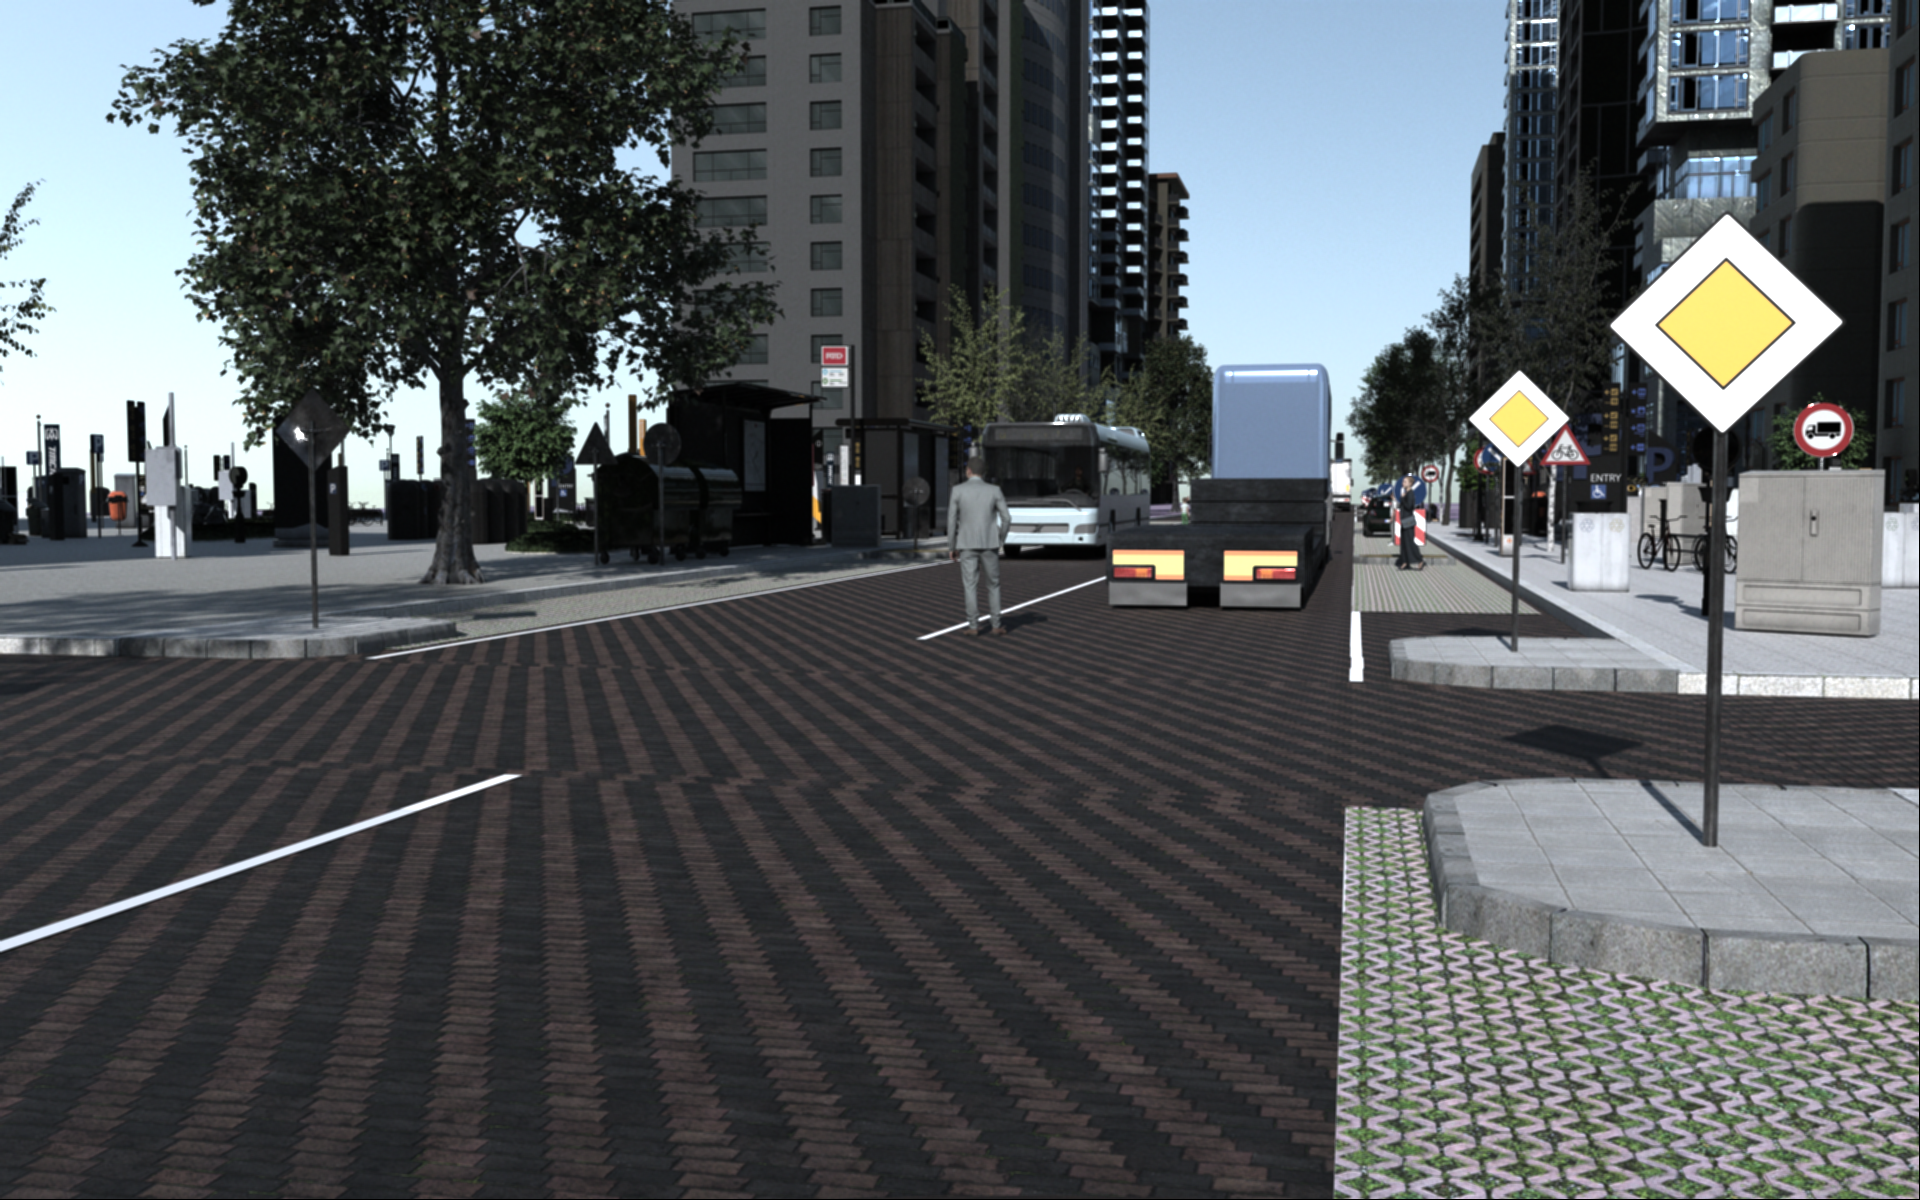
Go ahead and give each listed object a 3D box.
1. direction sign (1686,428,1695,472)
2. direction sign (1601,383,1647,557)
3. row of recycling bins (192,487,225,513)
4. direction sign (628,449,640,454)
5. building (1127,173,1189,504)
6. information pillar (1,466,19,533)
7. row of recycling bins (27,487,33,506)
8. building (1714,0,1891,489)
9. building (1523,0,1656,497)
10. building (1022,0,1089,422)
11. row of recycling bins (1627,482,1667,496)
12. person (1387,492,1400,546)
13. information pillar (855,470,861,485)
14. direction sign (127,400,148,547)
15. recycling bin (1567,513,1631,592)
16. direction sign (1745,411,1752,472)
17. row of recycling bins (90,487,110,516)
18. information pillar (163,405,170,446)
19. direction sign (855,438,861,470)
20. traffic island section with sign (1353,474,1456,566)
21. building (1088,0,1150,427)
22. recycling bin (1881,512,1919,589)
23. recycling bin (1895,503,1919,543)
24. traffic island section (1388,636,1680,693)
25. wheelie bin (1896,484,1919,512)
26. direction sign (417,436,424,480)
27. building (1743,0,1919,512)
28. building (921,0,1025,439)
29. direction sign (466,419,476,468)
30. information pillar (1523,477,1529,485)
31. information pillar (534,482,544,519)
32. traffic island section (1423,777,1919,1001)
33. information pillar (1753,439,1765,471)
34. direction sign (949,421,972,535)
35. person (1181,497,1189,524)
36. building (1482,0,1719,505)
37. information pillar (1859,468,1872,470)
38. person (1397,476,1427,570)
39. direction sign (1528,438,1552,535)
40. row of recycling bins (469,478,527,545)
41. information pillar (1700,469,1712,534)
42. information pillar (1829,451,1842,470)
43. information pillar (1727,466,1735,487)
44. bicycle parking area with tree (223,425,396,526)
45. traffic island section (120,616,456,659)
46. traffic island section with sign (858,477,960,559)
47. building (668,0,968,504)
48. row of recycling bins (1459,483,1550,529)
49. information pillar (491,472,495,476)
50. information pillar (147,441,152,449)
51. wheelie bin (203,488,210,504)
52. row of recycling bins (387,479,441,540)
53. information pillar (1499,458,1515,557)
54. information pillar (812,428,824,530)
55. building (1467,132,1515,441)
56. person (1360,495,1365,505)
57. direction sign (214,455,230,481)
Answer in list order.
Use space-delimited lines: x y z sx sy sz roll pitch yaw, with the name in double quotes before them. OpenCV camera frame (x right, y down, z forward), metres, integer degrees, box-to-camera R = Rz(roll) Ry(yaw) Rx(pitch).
"direction sign" 25.137 -4.138 59.660 0.379 3.537 0.876 0 4 7
"direction sign" 13.498 -2.646 35.259 0.876 3.537 0.379 0 4 4
"row of recycling bins" -42.066 -5.352 94.625 3.534 1.692 1.069 -1 4 -15
"direction sign" -16.209 -5.795 86.752 0.876 3.537 0.379 -3 4 -38
"building" 18.839 -35.342 232.459 22.147 44.769 28.867 1 4 13
"information pillar" -25.298 -2.545 46.105 0.304 2.012 0.304 3 5 43
"row of recycling bins" -42.617 -4.520 81.008 1.069 1.692 3.534 0 4 -6
"building" 51.496 -48.632 107.809 22.319 86.520 31.000 1 4 13
"building" 55.944 -42.575 134.345 20.563 71.187 20.611 1 4 13
"building" -2.353 -36.370 136.656 21.231 58.520 28.212 1 4 13
"row of recycling bins" 23.360 -3.057 57.095 3.534 1.692 1.069 2 4 26
"person" 12.053 -2.261 48.059 0.523 1.515 0.503 0 4 -7
"information pillar" -4.311 -5.048 73.884 0.504 3.616 0.183 1 4 11
"direction sign" -20.061 -3.074 42.262 0.379 3.537 0.876 0 4 0
"recycling bin" 8.500 -0.642 23.055 0.722 1.027 0.722 1 4 15
"direction sign" 17.419 -2.833 38.321 0.379 3.537 0.876 1 4 18
"row of recycling bins" -50.981 -5.844 102.656 1.069 1.692 3.534 -1 4 -22
"information pillar" -20.500 -3.276 44.910 0.183 3.616 0.504 0 4 -6
"direction sign" -3.137 -3.933 56.309 0.876 3.537 0.379 2 4 26
"traffic island section with sign" 9.114 -1.649 35.596 1.989 1.847 2.006 1 4 13
"building" 11.386 -54.389 201.936 22.319 86.520 31.000 1 4 13
"recycling bin" 12.751 -0.690 23.830 0.722 1.027 0.722 0 4 -6
"recycling bin" 26.532 -2.165 47.954 0.722 1.027 0.722 0 4 -6
"traffic island section" 4.535 0.500 14.111 2.009 0.180 2.903 1 4 13
"wheelie bin" 27.821 -2.613 50.629 0.693 1.594 0.980 0 4 3
"direction sign" -21.108 -4.635 67.774 0.379 3.537 0.876 -2 4 -31
"building" 45.184 -13.125 59.635 27.650 21.520 28.899 1 4 13
"building" -3.886 -26.413 115.444 14.154 41.232 14.086 1 4 13
"direction sign" -15.055 -3.687 52.274 0.876 3.537 0.379 0 4 -5
"information pillar" 24.575 -4.344 75.518 0.304 2.012 0.304 2 4 35
"information pillar" -14.994 -3.497 61.675 0.304 2.012 0.304 -1 4 -16
"traffic island section" 2.757 0.976 6.326 2.009 0.180 2.903 1 4 13
"information pillar" 33.618 -4.992 72.973 0.183 3.616 0.504 -2 4 -26
"direction sign" 0.012 -3.793 54.016 0.876 3.537 0.379 -3 4 -36
"person" 8.760 -3.347 67.471 0.306 1.304 0.590 0 4 6
"building" 71.789 -54.248 199.621 22.319 86.520 31.000 1 4 13
"information pillar" 25.837 -2.750 49.455 0.304 2.012 0.304 2 4 32
"person" 8.413 -1.433 32.352 0.534 1.772 0.576 -1 4 -10
"direction sign" 18.030 -3.804 54.188 0.876 3.537 0.379 1 4 13
"row of recycling bins" -12.315 -2.357 45.642 1.069 1.692 3.534 0 4 7
"information pillar" 16.199 -2.013 37.400 0.304 2.012 0.304 -2 4 -26
"information pillar" 26.722 -3.763 52.872 0.504 3.616 0.183 -2 4 -28
"information pillar" 36.906 -5.599 82.903 0.183 3.616 0.504 0 4 -4
"bicycle parking area with tree" -25.909 -5.267 73.112 9.016 4.147 8.231 -3 5 -45
"traffic island section" -6.180 0.350 16.554 2.009 0.180 2.903 1 4 13
"traffic island section with sign" -1.073 -1.851 38.886 1.989 1.847 2.006 1 4 13
"building" -7.885 -20.180 101.644 14.160 30.474 14.107 1 4 13
"row of recycling bins" 20.360 -3.497 64.288 3.534 1.692 1.069 1 4 17
"information pillar" -25.777 -6.415 96.237 0.504 3.616 0.183 -1 4 -20
"information pillar" -35.527 -5.178 76.012 0.183 3.616 0.504 -3 5 -40
"wheelie bin" -42.552 -5.494 97.738 0.693 1.594 0.980 1 4 12
"row of recycling bins" -15.634 -2.632 50.138 1.069 1.692 3.534 0 4 5
"information pillar" 11.171 -1.882 35.255 0.304 2.012 0.304 0 4 7
"information pillar" -5.061 -4.283 61.375 0.504 3.616 0.183 1 4 10
"building" 78.259 -36.862 226.401 21.300 48.544 21.600 1 4 13
"person" 50.459 -12.672 216.422 1.217 1.736 0.721 -1 4 -23
"direction sign" -43.028 -6.670 101.043 0.876 3.537 0.379 -1 4 -20
